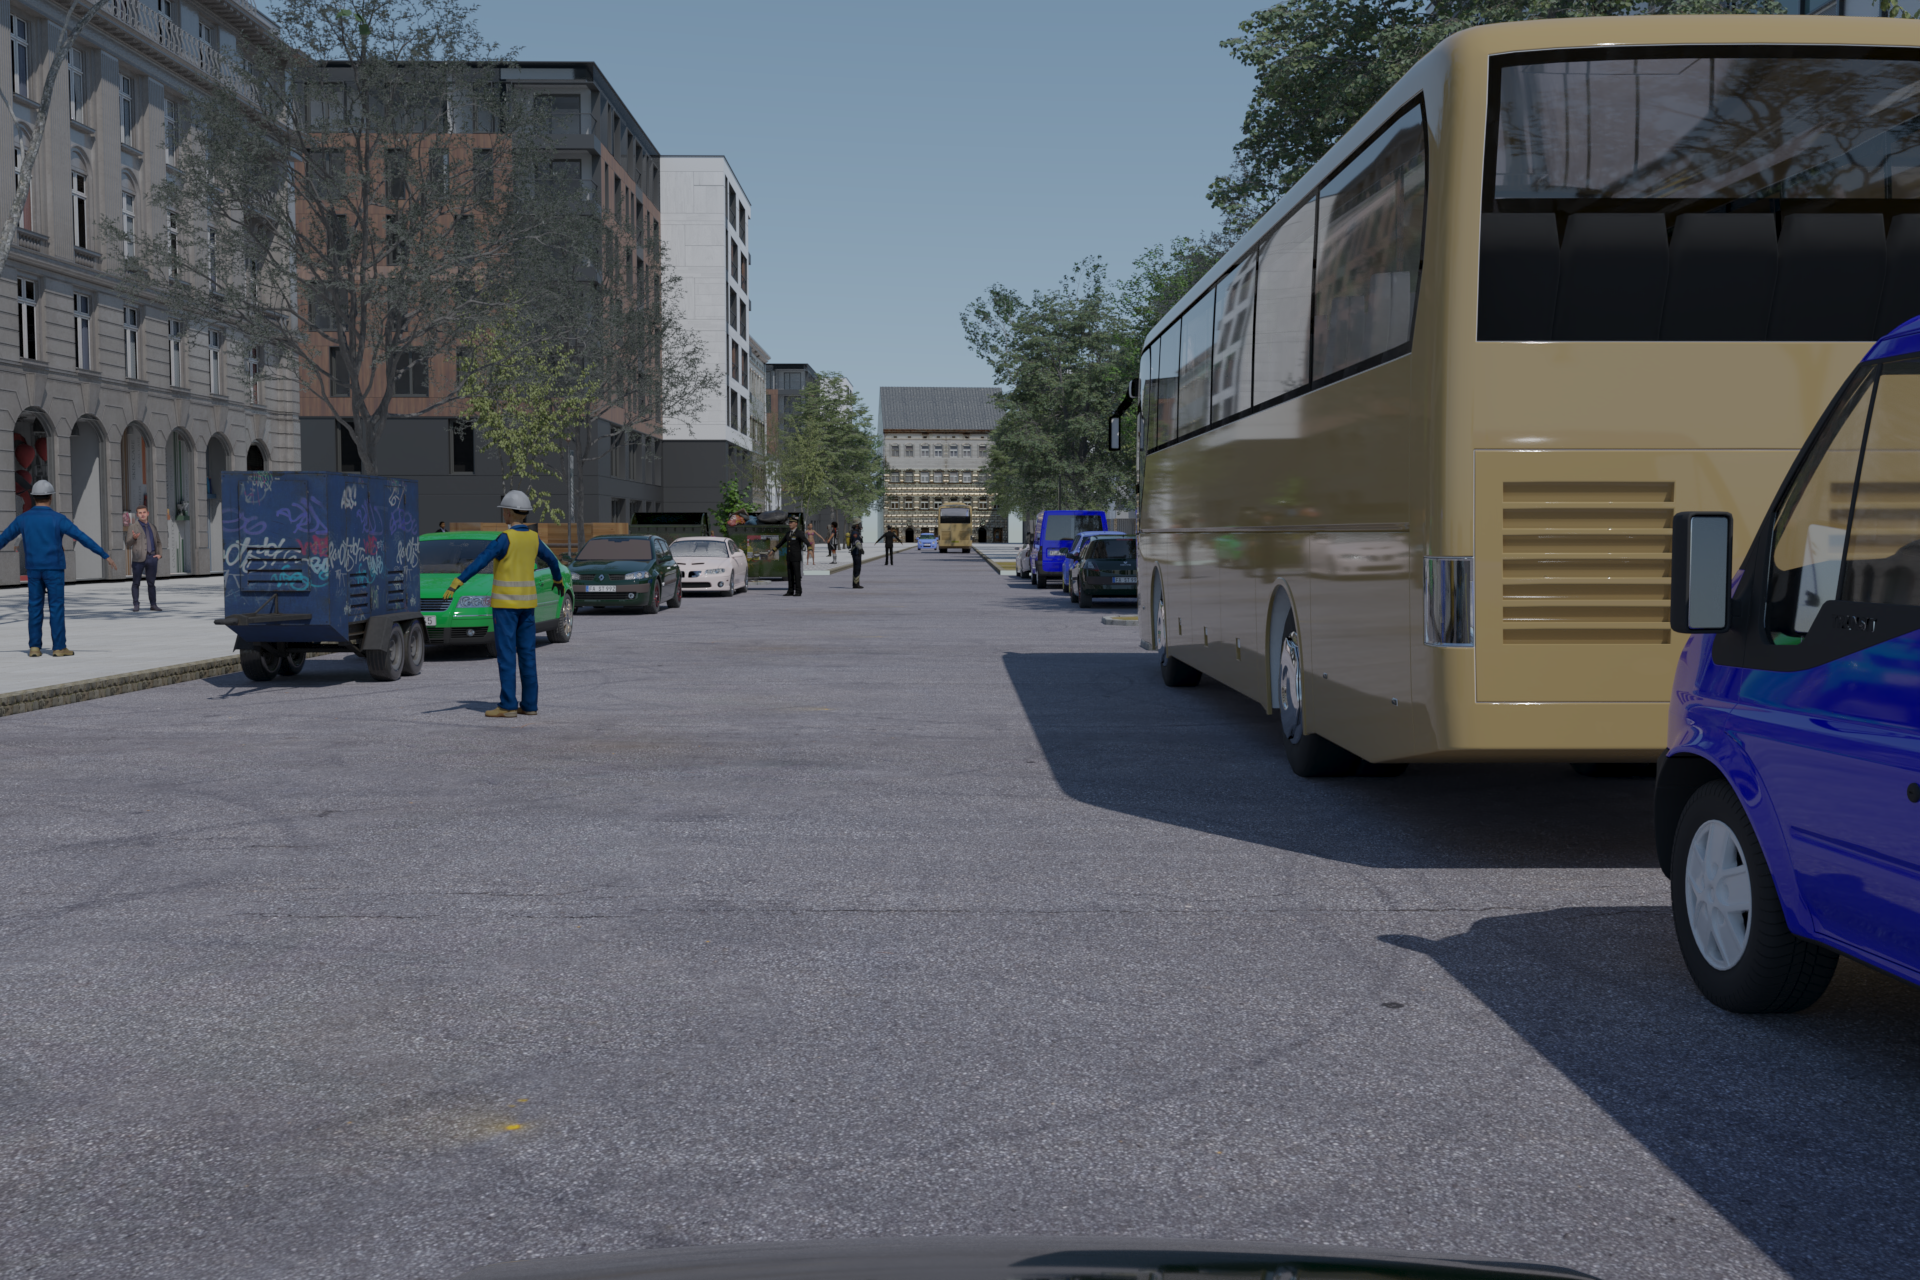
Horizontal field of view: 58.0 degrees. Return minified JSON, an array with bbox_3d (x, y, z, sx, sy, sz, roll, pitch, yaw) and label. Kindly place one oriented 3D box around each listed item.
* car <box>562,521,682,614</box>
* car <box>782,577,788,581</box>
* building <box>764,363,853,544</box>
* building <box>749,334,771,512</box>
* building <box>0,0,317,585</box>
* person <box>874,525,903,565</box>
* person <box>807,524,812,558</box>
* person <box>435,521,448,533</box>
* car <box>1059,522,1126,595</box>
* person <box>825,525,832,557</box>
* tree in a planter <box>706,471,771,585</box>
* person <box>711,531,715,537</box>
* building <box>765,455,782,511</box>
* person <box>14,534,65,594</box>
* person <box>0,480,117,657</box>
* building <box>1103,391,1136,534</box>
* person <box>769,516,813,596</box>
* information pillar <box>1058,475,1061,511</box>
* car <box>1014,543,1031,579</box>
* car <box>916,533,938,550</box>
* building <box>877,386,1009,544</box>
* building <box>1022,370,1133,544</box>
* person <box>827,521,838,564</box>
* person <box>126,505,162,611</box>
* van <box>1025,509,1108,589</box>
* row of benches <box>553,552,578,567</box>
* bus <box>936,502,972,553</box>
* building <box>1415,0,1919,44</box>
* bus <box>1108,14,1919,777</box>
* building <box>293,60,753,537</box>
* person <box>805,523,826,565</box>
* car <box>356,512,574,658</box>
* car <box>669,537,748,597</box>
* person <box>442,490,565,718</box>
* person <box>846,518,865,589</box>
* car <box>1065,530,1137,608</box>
[{"bbox_3d":[-6.277,-1.373,32.237,2.009,1.686,4.222,0,4,0],"label":"car"},{"bbox_3d":[-6.037,-2.771,54.104,1.959,1.807,4.718,0,3,0],"label":"car"},{"bbox_3d":[-28.697,-23.213,223.500,27.936,21.610,32.646,0,3,0],"label":"building"},{"bbox_3d":[-25.767,-18.851,139.139,19.493,23.208,18.063,0,4,-1],"label":"building"},{"bbox_3d":[-27.943,-12.565,46.102,13.314,22.015,24.055,0,3,0],"label":"building"},{"bbox_3d":[-3.253,-4.341,79.360,1.347,1.837,0.705,-1,4,-13],"label":"person"},{"bbox_3d":[-7.962,-5.216,91.460,0.705,1.806,1.347,0,4,-4],"label":"person"},{"bbox_3d":[-18.695,-3.428,62.765,0.721,1.740,1.216,3,5,43],"label":"person"},{"bbox_3d":[3.357,-1.942,41.344,1.945,1.707,3.694,0,4,0],"label":"car"},{"bbox_3d":[-7.427,-5.622,98.053,0.705,1.813,1.348,-1,4,-14],"label":"person"},{"bbox_3d":[-6.429,-3.185,49.301,1.991,3.239,1.994,0,4,0],"label":"tree in a planter"},{"bbox_3d":[-10.854,-4.062,75.674,0.991,1.433,0.599,-2,4,-28],"label":"person"},{"bbox_3d":[-24.223,-15.280,191.968,9.099,9.664,28.070,0,4,1],"label":"building"},{"bbox_3d":[-19.826,-1.884,37.262,1.216,1.778,0.721,1,4,11],"label":"person"},{"bbox_3d":[-9.564,-0.749,18.130,1.347,1.842,0.705,0,4,-7],"label":"person"},{"bbox_3d":[21.384,-20.757,195.792,16.016,20.090,11.380,0,3,0],"label":"building"},{"bbox_3d":[-3.847,-1.925,39.873,1.347,1.837,0.705,3,4,37],"label":"person"},{"bbox_3d":[3.966,-4.746,68.953,0.183,3.616,0.504,0,4,0],"label":"information pillar"},{"bbox_3d":[2.850,-2.736,57.095,2.083,1.381,4.827,0,4,-1],"label":"car"},{"bbox_3d":[-2.882,-8.773,153.027,1.945,1.707,3.694,0,3,0],"label":"car"},{"bbox_3d":[-2.834,-25.902,256.883,18.063,23.208,19.493,0,4,-5],"label":"building"},{"bbox_3d":[22.130,-23.609,229.982,27.936,21.610,32.646,0,4,0],"label":"building"},{"bbox_3d":[-5.435,-4.171,74.335,0.704,1.843,1.345,1,4,9],"label":"person"},{"bbox_3d":[-13.447,-1.350,28.651,0.617,1.759,0.750,-3,5,-40],"label":"person"},{"bbox_3d":[2.945,-2.613,47.106,2.240,2.365,5.245,0,4,0],"label":"van"},{"bbox_3d":[-15.009,-2.849,62.042,4.104,0.672,1.422,1,4,18],"label":"row of benches"},{"bbox_3d":[-0.432,-8.668,133.275,2.896,3.916,12.252,0,4,-1],"label":"bus"},{"bbox_3d":[28.181,-14.948,50.965,21.656,26.213,47.522,0,3,0],"label":"building"},{"bbox_3d":[3.126,-1.314,13.029,2.896,3.916,12.252,0,4,0],"label":"bus"},{"bbox_3d":[-26.596,-15.132,91.377,27.936,21.610,32.646,0,4,-1],"label":"building"},{"bbox_3d":[-6.191,-3.981,71.894,1.217,1.733,0.721,-1,4,-13],"label":"person"},{"bbox_3d":[-6.054,-0.774,21.455,1.959,1.807,4.718,0,4,0],"label":"car"},{"bbox_3d":[-6.120,-1.753,41.021,2.083,1.381,4.827,0,4,0],"label":"car"},{"bbox_3d":[-3.560,-0.289,13.655,0.721,1.772,1.216,2,4,33],"label":"person"},{"bbox_3d":[-2.680,-2.277,45.470,0.705,1.856,1.354,0,4,-8],"label":"person"},{"bbox_3d":[3.158,-1.537,34.915,2.009,1.686,4.222,0,4,0],"label":"car"}]
